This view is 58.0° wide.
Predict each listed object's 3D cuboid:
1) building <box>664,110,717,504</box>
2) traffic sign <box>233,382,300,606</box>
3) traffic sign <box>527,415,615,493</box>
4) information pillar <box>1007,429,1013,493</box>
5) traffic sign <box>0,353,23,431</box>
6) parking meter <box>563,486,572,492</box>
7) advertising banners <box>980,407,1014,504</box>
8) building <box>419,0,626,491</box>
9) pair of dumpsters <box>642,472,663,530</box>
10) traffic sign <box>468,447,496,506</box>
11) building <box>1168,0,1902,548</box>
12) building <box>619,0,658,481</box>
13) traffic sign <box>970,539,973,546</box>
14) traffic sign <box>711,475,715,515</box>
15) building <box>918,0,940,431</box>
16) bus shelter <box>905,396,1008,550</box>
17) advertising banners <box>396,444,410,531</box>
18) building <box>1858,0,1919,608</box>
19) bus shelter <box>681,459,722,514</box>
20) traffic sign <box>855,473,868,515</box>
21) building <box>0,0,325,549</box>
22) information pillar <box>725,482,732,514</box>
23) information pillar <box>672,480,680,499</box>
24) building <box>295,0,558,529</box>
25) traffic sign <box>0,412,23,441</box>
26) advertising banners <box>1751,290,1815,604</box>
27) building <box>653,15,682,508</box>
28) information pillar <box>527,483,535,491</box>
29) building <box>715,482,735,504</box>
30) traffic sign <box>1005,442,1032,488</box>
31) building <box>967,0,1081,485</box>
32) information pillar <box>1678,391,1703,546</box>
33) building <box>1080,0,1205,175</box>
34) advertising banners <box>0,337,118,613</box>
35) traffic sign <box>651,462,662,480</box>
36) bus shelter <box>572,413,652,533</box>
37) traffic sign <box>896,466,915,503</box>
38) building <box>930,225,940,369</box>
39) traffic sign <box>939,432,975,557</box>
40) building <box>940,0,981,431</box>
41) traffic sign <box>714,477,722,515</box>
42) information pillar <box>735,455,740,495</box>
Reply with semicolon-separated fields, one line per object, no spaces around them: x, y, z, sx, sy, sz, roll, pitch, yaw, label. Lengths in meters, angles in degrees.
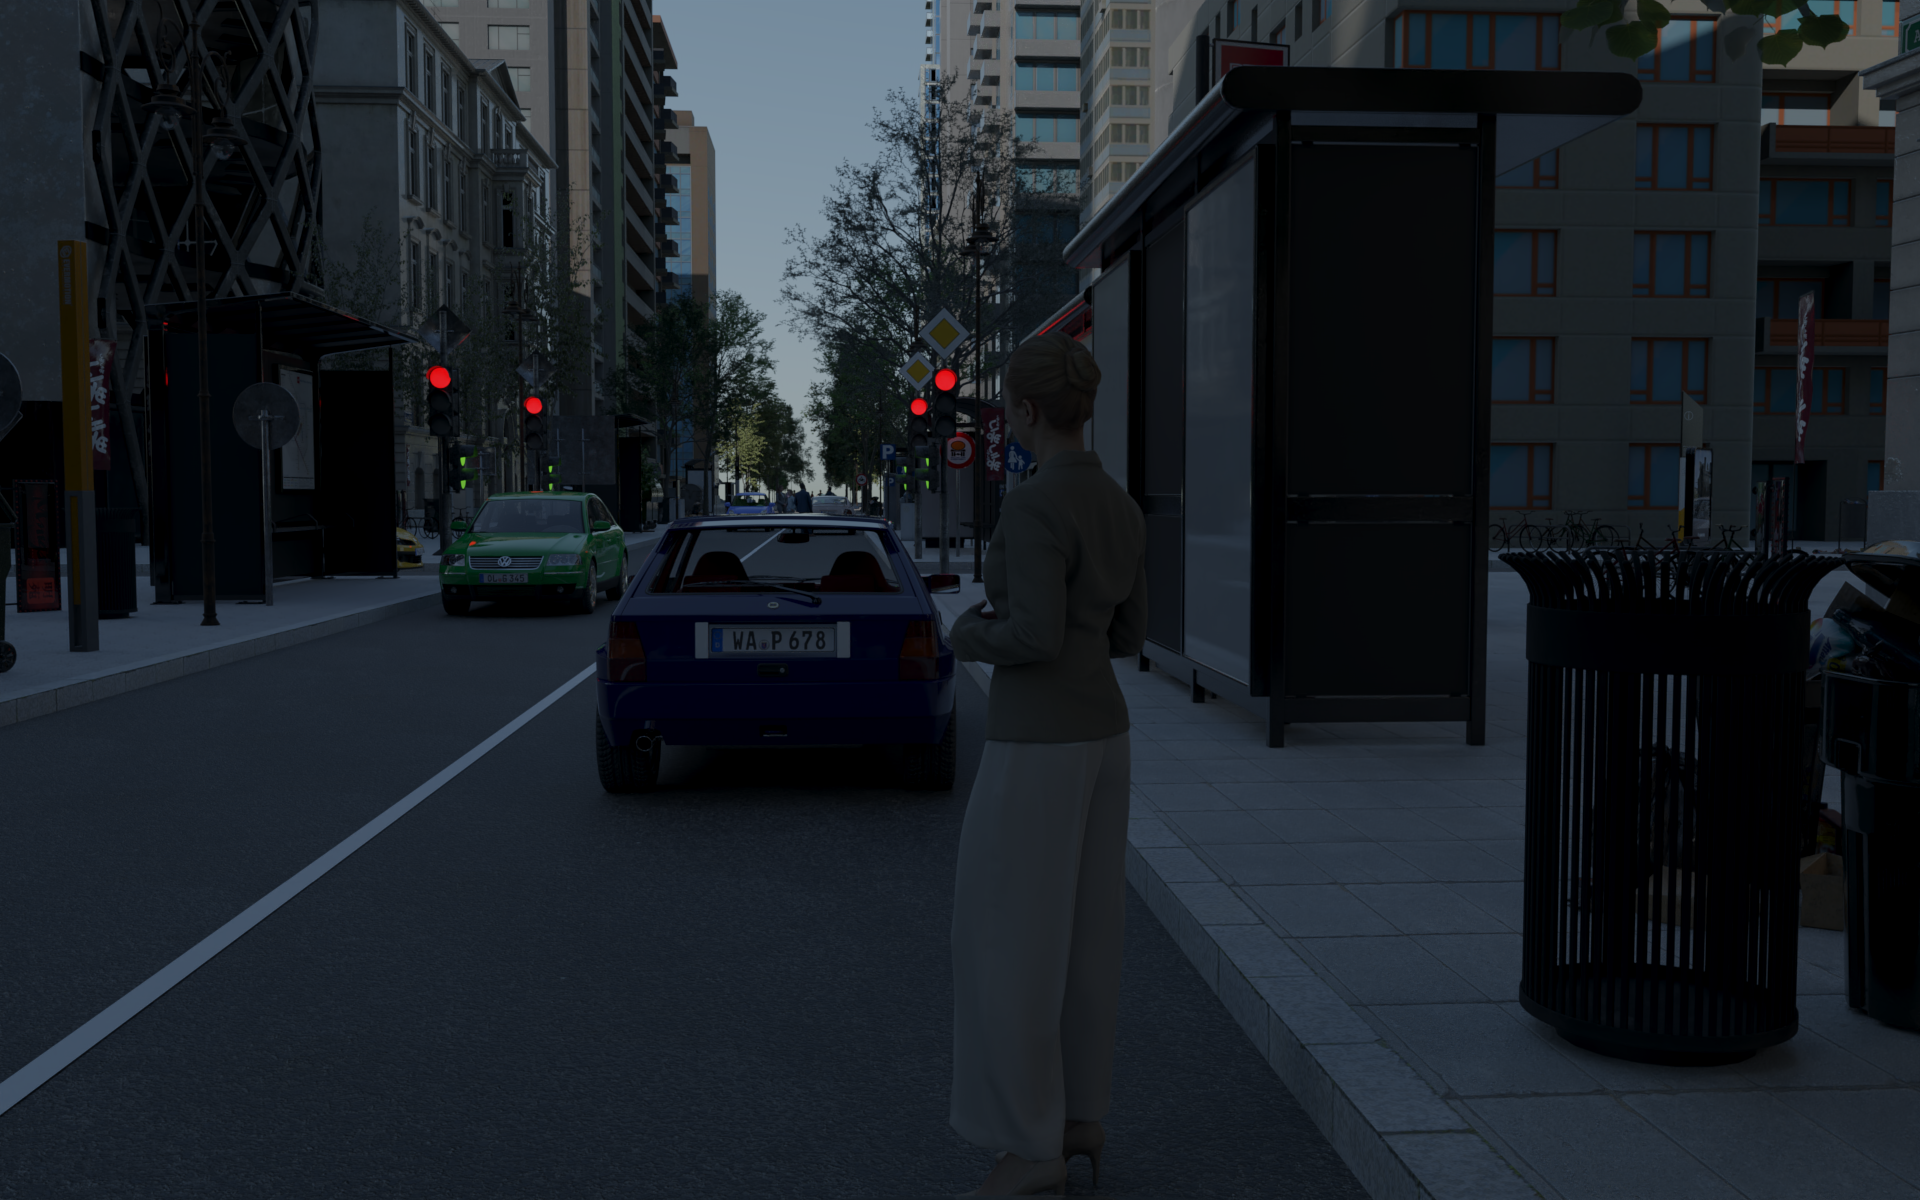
-36.364;-34.003;206.051;14.600;45.320;14.200;0;4;-4;building
-7.928;-1.205;19.808;0.768;2.556;0.104;0;4;1;traffic sign
-10.065;-3.116;44.811;2.265;3.308;0.079;0;4;-1;traffic sign
1.739;-4.201;60.041;0.183;3.616;0.504;1;4;21;information pillar
-8.484;-0.911;15.002;0.768;2.556;0.104;0;4;5;traffic sign
-12.229;-2.803;54.232;0.372;1.533;0.369;0;3;0;parking meter
1.376;-2.350;34.615;2.074;3.025;0.090;1;4;22;advertising banners
-30.086;-26.324;113.993;14.154;41.232;14.086;0;4;-4;building
-11.638;-3.655;62.257;1.574;2.255;4.437;0;4;-4;pair of dumpsters
-10.393;-2.172;37.646;0.606;2.300;0.079;0;4;1;traffic sign
23.508;-12.835;54.892;28.899;21.520;27.650;0;4;-4;building
-34.970;-31.044;131.269;21.300;48.544;21.600;0;4;-4;building
0.286;-2.590;42.358;0.884;2.594;0.081;0;4;-1;traffic sign
-15.556;-6.629;108.482;0.768;2.556;0.104;0;4;-3;traffic sign
2.818;-57.474;252.371;22.319;86.520;31.000;0;4;-4;building
-0.111;-2.732;38.587;2.014;3.302;5.546;0;4;-4;bus shelter
-19.170;-3.883;59.677;0.090;3.025;2.074;0;4;-4;advertising banners
16.766;-13.443;7.183;14.401;28.519;23.554;0;4;-4;building
-15.132;-6.589;101.650;2.014;3.302;5.546;0;4;-4;bus shelter
-6.063;-6.531;106.880;0.768;2.556;0.104;0;4;2;traffic sign
-26.919;-11.036;47.897;16.820;18.784;16.811;0;4;-4;building
-13.867;-6.066;103.672;0.304;2.012;0.304;-3;5;-39;information pillar
-15.022;-5.327;91.580;0.304;2.012;0.304;1;4;21;information pillar
-26.730;-15.929;79.531;14.460;24.649;34.723;0;4;-4;building
-9.479;-0.957;16.832;0.795;2.450;0.064;0;4;4;traffic sign
7.566;-1.209;15.961;0.090;3.025;2.074;1;4;14;advertising banners
-37.095;-30.695;156.483;22.147;44.769;28.867;0;4;-4;building
-18.460;-4.298;74.760;0.304;2.012;0.304;1;4;12;information pillar
-49.015;-34.083;249.138;32.217;40.220;23.993;0;4;-4;building
1.377;-2.599;42.592;0.768;2.556;0.104;0;4;0;traffic sign
12.222;-31.464;134.048;23.786;49.044;30.456;0;4;-4;building
16.624;-2.941;39.435;0.504;3.616;0.183;0;4;-2;information pillar
19.842;-24.876;98.609;32.217;40.220;23.993;0;4;-4;building
-10.050;-1.381;18.763;0.090;3.025;2.074;2;4;31;advertising banners
-12.368;-4.249;69.572;0.768;2.556;0.104;0;4;1;traffic sign
-10.668;-3.804;53.484;1.731;3.624;6.357;0;4;-4;bus shelter
-1.948;-3.882;63.571;0.768;2.556;0.104;0;4;2;traffic sign
8.897;-32.650;225.704;32.217;40.220;23.993;0;4;-4;building
-0.039;-2.157;35.369;0.768;2.556;0.104;0;4;0;traffic sign
8.584;-37.973;162.851;21.231;58.520;28.212;0;4;-4;building
-15.143;-6.511;107.642;0.795;2.450;0.064;0;4;-3;traffic sign
-13.232;-6.825;102.951;0.183;3.616;0.504;-2;4;-32;information pillar
